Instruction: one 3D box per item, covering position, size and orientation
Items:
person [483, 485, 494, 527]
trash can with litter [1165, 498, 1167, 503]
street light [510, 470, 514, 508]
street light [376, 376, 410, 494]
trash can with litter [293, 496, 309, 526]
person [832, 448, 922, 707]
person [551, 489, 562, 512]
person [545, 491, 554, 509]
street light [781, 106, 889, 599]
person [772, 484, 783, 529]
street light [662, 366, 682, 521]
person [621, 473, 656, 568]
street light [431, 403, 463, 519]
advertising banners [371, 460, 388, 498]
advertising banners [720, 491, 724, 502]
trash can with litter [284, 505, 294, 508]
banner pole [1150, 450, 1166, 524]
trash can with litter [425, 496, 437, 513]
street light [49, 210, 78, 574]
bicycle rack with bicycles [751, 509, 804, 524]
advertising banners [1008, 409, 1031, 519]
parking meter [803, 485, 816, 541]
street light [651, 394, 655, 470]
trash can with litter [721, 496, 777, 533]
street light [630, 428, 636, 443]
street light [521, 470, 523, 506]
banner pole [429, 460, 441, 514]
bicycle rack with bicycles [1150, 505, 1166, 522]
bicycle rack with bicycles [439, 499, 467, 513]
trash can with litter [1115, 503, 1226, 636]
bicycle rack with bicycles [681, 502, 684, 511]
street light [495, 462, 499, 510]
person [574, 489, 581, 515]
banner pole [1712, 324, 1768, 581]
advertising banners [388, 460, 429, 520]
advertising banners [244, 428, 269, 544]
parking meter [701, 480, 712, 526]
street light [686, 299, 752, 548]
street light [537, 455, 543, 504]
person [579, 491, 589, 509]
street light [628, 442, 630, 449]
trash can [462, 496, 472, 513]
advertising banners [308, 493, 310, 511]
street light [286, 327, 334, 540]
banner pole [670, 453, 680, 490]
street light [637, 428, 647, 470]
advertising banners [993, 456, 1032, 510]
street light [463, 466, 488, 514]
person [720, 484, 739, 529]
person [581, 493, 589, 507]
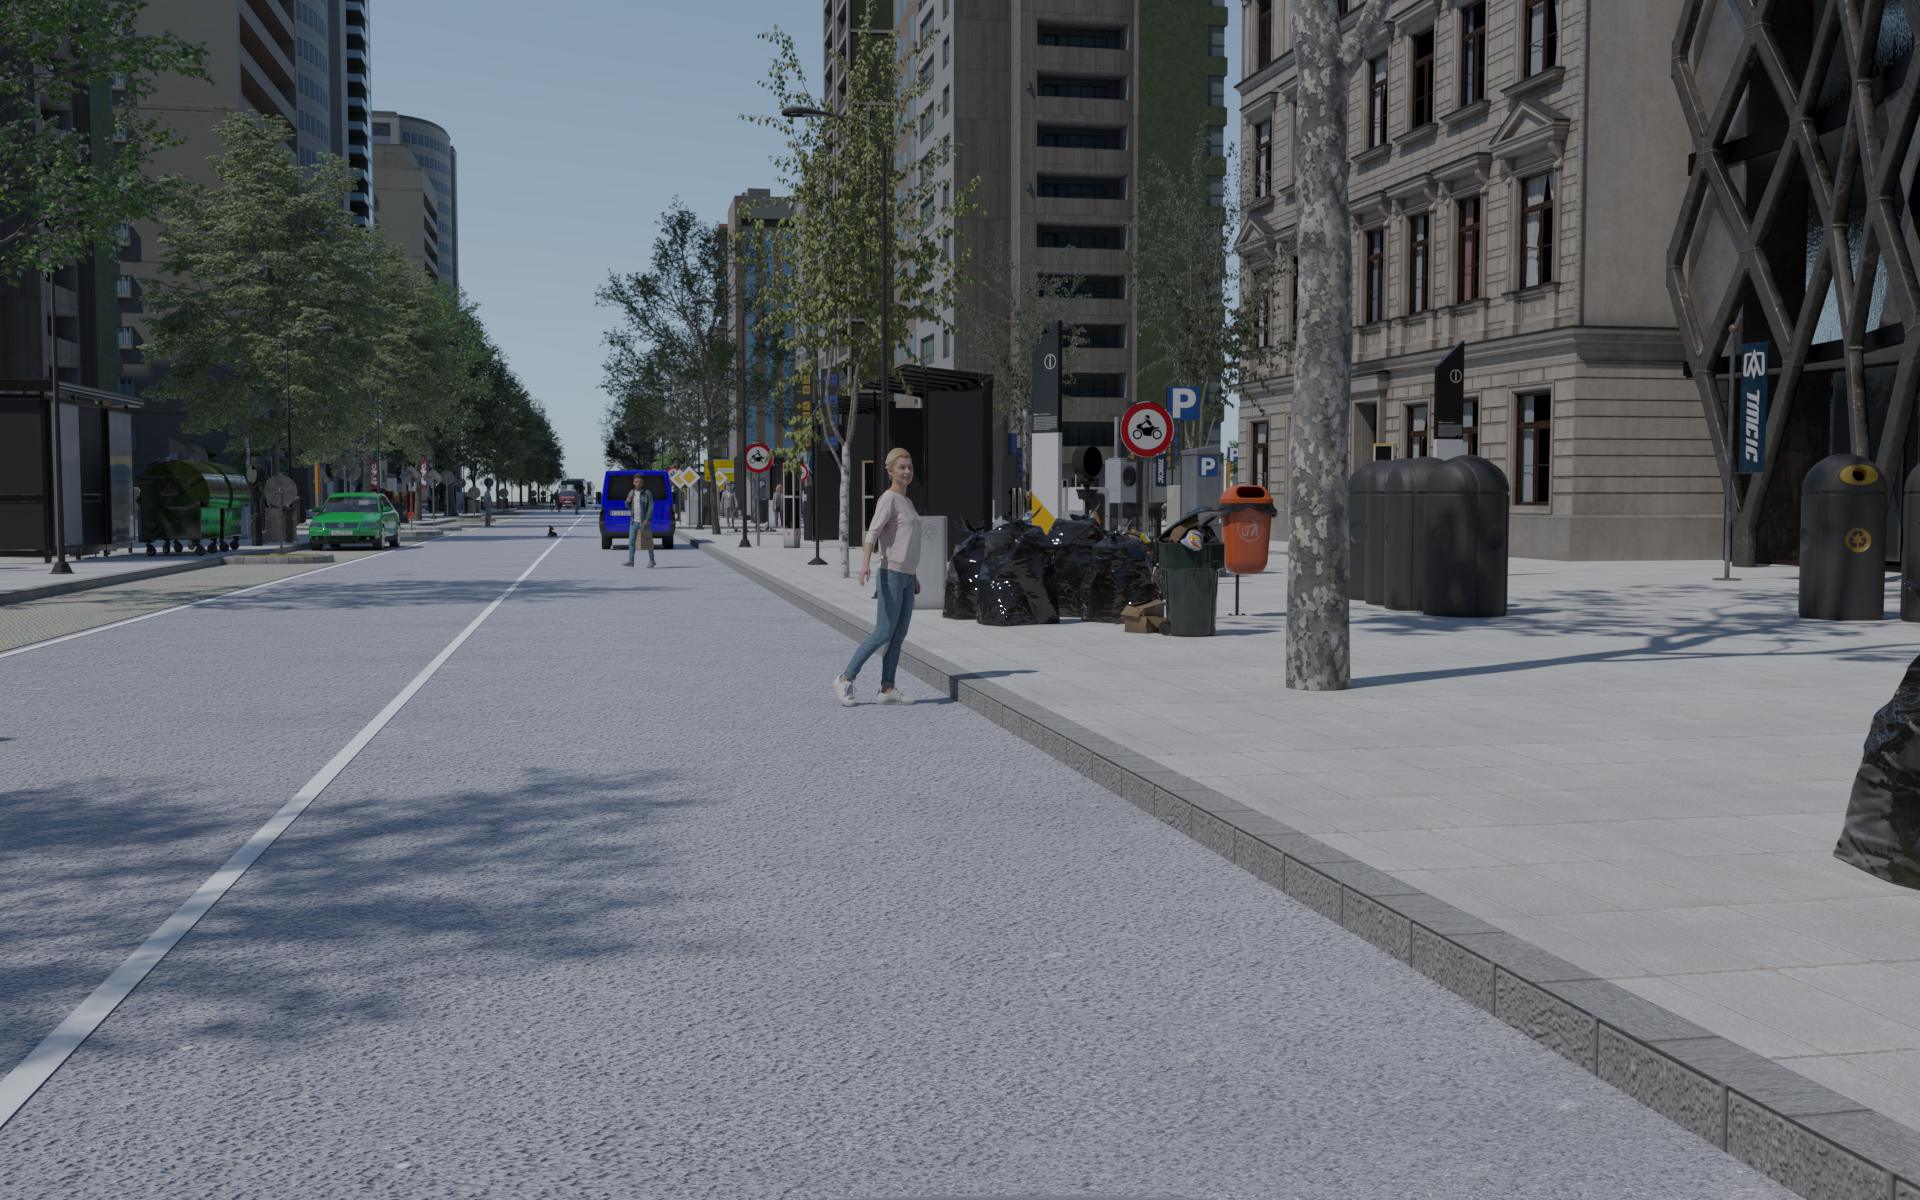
[{"bbox_3d":[-20.712,-4.123,76.017,0.391,1.810,0.635,-2,4,-25],"label":"person"},{"bbox_3d":[7.718,-3.080,61.749,1.055,1.170,0.624,-3,5,-43],"label":"trash can with litter"},{"bbox_3d":[-37.561,-10.390,142.416,1.470,5.913,1.316,-1,4,-12],"label":"street light"},{"bbox_3d":[-22.229,-5.831,67.883,1.470,5.913,1.316,-1,4,-12],"label":"street light"},{"bbox_3d":[-26.623,-3.622,70.275,1.678,1.210,2.233,2,4,29],"label":"trash can with litter"},{"bbox_3d":[-0.575,-0.154,11.690,0.598,1.740,0.731,0,4,7],"label":"person"},{"bbox_3d":[-32.367,-7.981,138.951,0.822,1.834,0.622,0,4,6],"label":"person"},{"bbox_3d":[-38.453,-9.410,163.076,1.217,1.735,0.721,0,4,1],"label":"person"},{"bbox_3d":[-1.448,-2.964,21.003,1.470,5.913,1.316,-1,4,-12],"label":"street light"},{"bbox_3d":[-6.769,-3.487,65.688,0.709,1.800,0.728,0,4,4],"label":"person"},{"bbox_3d":[-9.880,-5.465,61.892,1.470,5.913,1.316,-1,4,-12],"label":"street light"},{"bbox_3d":[-6.120,-1.516,33.278,0.794,1.824,0.713,3,5,39],"label":"person"},{"bbox_3d":[-26.451,-7.108,88.759,1.470,5.913,1.316,-1,4,-12],"label":"street light"},{"bbox_3d":[-29.057,-5.630,88.231,2.074,3.025,0.090,-2,4,-25],"label":"advertising banners"},{"bbox_3d":[-13.782,-6.646,104.846,2.074,3.025,0.090,-1,4,-22],"label":"advertising banners"},{"bbox_3d":[-26.372,-3.405,67.056,1.055,1.170,0.624,0,4,2],"label":"trash can with litter"},{"bbox_3d":[8.396,-5.121,73.751,0.863,3.779,0.401,0,4,-1],"label":"banner pole"},{"bbox_3d":[-41.563,-7.616,135.907,0.624,1.170,1.055,0,4,2],"label":"trash can with litter"},{"bbox_3d":[-13.892,-3.376,27.738,1.470,5.913,1.316,-1,4,-12],"label":"street light"},{"bbox_3d":[-7.341,-3.735,74.450,2.925,0.926,2.852,0,4,2],"label":"bicycle rack with bicycles"},{"bbox_3d":[1.187,-2.377,35.060,0.090,3.025,2.074,1,4,11],"label":"advertising banners"},{"bbox_3d":[-4.121,-2.402,47.688,0.372,1.533,0.369,0,3,0],"label":"parking meter"},{"bbox_3d":[-13.727,-6.627,80.885,1.470,5.913,1.316,-1,4,-12],"label":"street light"},{"bbox_3d":[-7.054,-2.895,58.386,2.233,1.210,1.678,-3,5,-42],"label":"trash can with litter"},{"bbox_3d":[-22.308,-9.153,122.195,1.470,5.913,1.316,-1,4,-12],"label":"street light"},{"bbox_3d":[-41.626,-11.645,162.944,1.470,5.913,1.316,-1,4,-12],"label":"street light"},{"bbox_3d":[-34.239,-7.514,112.873,0.401,3.779,0.863,3,4,38],"label":"banner pole"},{"bbox_3d":[9.509,-4.185,81.802,2.925,0.926,2.852,3,5,41],"label":"bicycle rack with bicycles"},{"bbox_3d":[-35.229,-6.567,120.747,2.852,0.926,2.925,0,4,5],"label":"bicycle rack with bicycles"},{"bbox_3d":[1.887,-0.270,15.808,1.055,1.170,0.624,3,5,42],"label":"trash can with litter"},{"bbox_3d":[-19.096,-6.750,123.738,2.852,0.926,2.925,1,4,23],"label":"bicycle rack with bicycles"},{"bbox_3d":[-34.869,-9.616,129.760,1.470,5.913,1.316,-1,4,-12],"label":"street light"},{"bbox_3d":[-26.780,-6.898,121.490,0.583,1.804,0.606,-3,5,-41],"label":"person"},{"bbox_3d":[11.501,-2.167,25.440,0.401,3.779,0.863,-2,4,-24],"label":"banner pole"},{"bbox_3d":[-27.656,-5.562,87.134,2.074,3.025,0.090,1,4,9],"label":"advertising banners"},{"bbox_3d":[-18.483,-3.016,45.498,0.090,3.025,2.074,-3,4,-36],"label":"advertising banners"},{"bbox_3d":[-10.306,-3.967,70.565,0.399,1.863,0.255,1,4,21],"label":"parking meter"},{"bbox_3d":[-5.710,-4.213,41.432,1.470,5.913,1.316,-1,4,-12],"label":"street light"},{"bbox_3d":[-49.998,-14.146,203.832,1.470,5.913,1.316,-1,4,-12],"label":"street light"},{"bbox_3d":[-35.838,-9.512,164.734,1.217,1.743,0.721,0,4,-3],"label":"person"},{"bbox_3d":[-26.406,-10.409,142.725,1.470,5.913,1.316,-1,4,-12],"label":"street light"},{"bbox_3d":[-33.112,-6.414,116.525,0.748,1.137,0.748,0,3,0],"label":"trash can"},{"bbox_3d":[-50.094,-8.212,130.459,2.074,3.025,0.090,-1,4,-16],"label":"advertising banners"},{"bbox_3d":[-18.087,-4.626,48.180,1.470,5.913,1.316,-1,4,-12],"label":"street light"},{"bbox_3d":[-17.377,-7.057,105.397,0.863,3.779,0.401,-3,5,-43],"label":"banner pole"},{"bbox_3d":[-17.947,-7.877,101.322,1.470,5.913,1.316,-1,4,-12],"label":"street light"},{"bbox_3d":[2.475,-5.082,79.271,2.074,3.025,0.090,2,4,25],"label":"advertising banners"},{"bbox_3d":[-30.769,-8.364,109.298,1.470,5.913,1.316,-1,4,-12],"label":"street light"},{"bbox_3d":[-9.028,-3.623,67.862,0.709,1.813,0.853,0,4,-8],"label":"person"},{"bbox_3d":[-41.904,-11.237,192.218,1.348,1.826,0.705,-1,4,-20],"label":"person"}]
